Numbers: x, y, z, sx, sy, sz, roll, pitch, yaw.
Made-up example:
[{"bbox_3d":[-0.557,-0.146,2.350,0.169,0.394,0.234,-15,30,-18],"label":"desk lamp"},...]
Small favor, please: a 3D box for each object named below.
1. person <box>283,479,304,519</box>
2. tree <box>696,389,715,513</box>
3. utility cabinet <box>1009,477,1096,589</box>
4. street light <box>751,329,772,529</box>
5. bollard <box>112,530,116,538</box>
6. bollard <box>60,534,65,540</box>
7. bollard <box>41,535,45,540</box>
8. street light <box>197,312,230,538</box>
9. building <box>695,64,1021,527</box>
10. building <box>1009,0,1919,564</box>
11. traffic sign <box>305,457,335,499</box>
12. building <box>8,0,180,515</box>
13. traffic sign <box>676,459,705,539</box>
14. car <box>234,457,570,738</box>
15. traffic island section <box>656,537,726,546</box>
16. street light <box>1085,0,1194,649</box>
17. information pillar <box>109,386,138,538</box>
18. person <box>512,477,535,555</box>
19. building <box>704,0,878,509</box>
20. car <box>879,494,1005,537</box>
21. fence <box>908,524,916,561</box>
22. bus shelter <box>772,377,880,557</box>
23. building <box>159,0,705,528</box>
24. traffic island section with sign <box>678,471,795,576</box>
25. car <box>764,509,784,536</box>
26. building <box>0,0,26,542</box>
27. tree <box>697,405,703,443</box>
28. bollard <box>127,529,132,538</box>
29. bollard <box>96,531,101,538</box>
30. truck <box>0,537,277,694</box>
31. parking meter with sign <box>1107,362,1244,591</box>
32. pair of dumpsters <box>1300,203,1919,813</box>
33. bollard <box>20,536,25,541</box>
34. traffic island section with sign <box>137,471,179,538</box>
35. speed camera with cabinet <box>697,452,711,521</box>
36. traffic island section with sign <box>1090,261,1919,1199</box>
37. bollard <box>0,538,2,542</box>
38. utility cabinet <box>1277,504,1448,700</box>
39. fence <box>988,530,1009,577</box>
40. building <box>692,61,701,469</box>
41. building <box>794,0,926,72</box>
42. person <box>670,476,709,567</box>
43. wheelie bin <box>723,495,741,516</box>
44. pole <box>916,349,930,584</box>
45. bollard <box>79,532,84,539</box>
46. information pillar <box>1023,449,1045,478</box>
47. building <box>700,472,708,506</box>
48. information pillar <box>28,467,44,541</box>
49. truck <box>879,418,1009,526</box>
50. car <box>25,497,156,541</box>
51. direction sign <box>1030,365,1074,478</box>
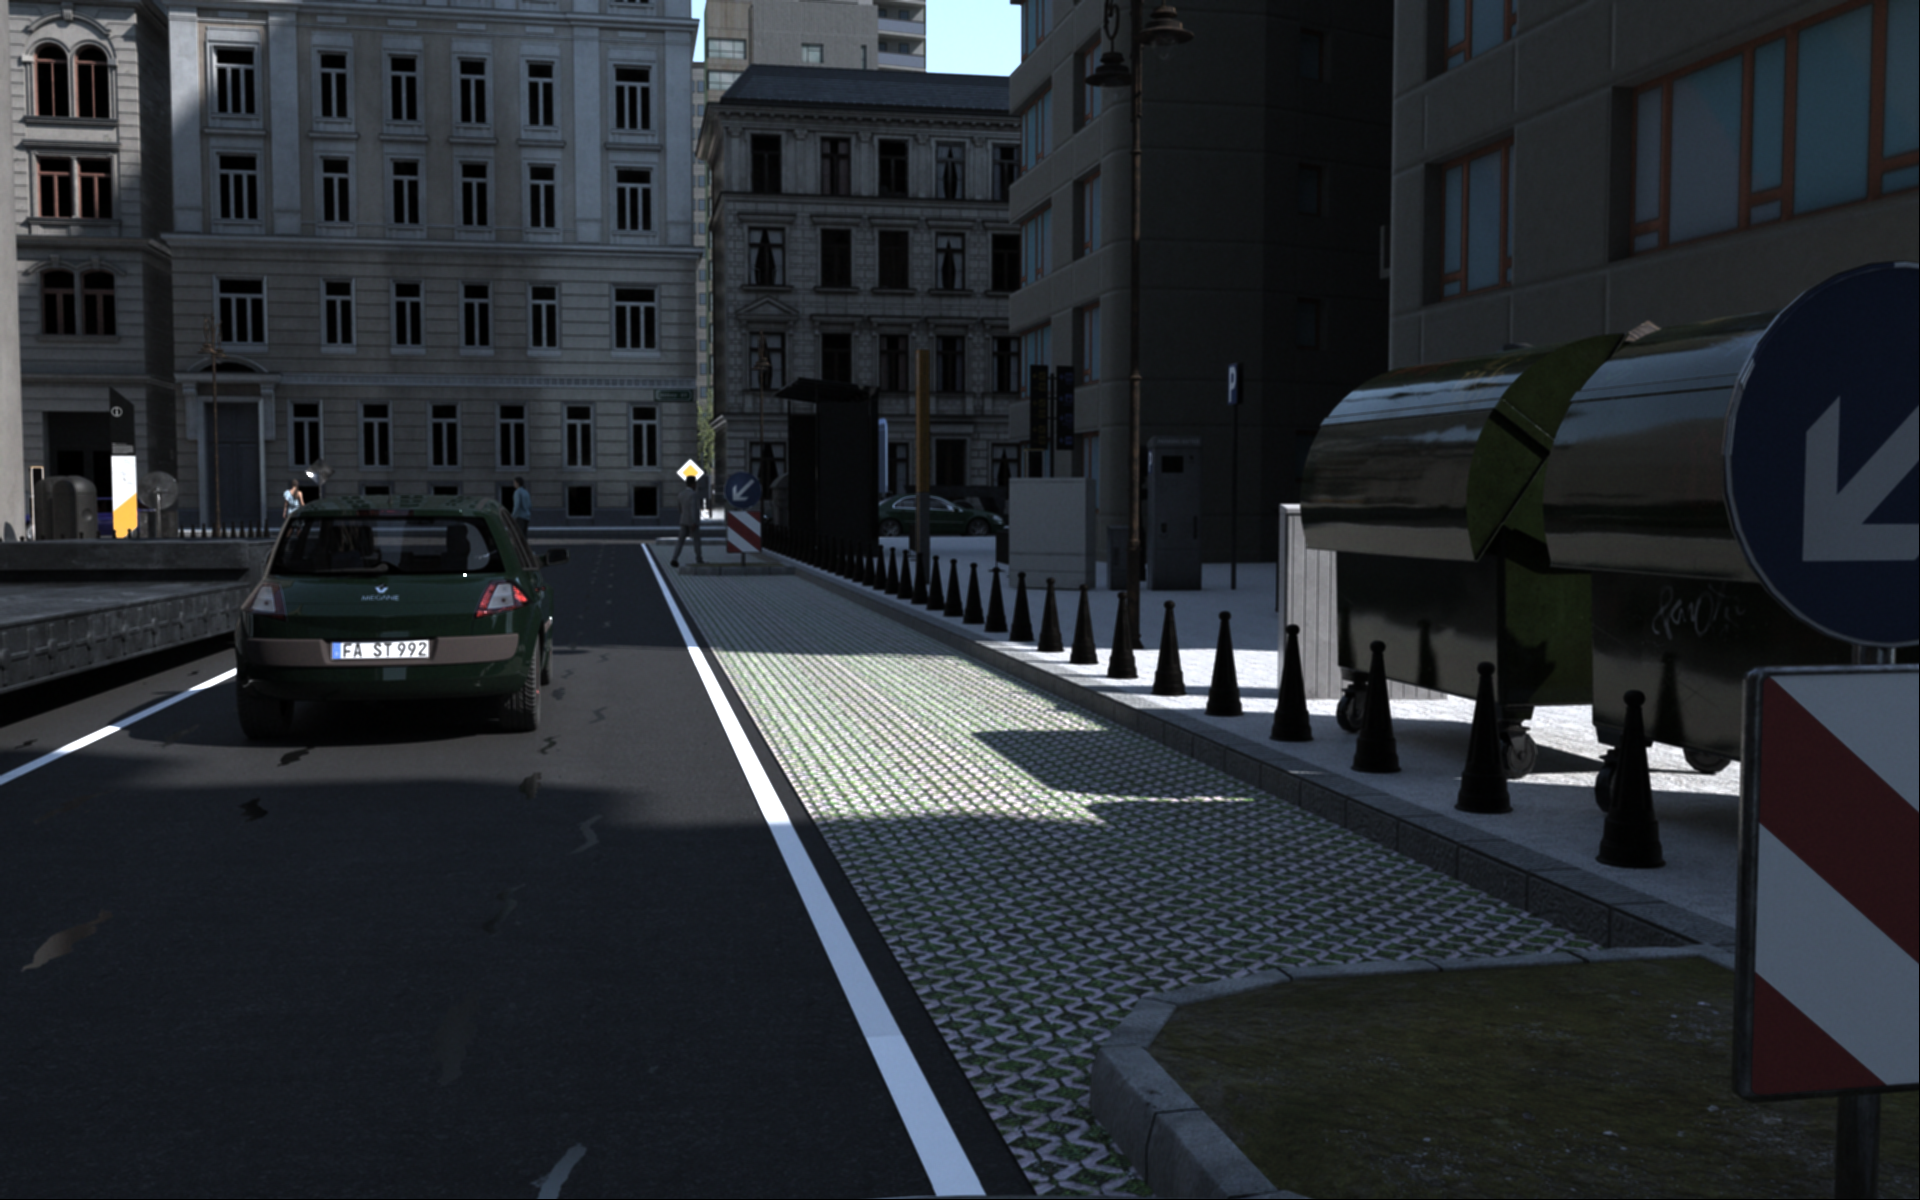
[{"bbox_3d":[-17.234,-2.221,44.907,0.616,1.811,0.778,1,4,9],"label":"person"},{"bbox_3d":[-17.398,-10.223,117.516,4.737,8.622,4.395,0,3,0],"label":"tree"},{"bbox_3d":[1.246,-0.897,23.345,1.173,1.500,0.318,2,4,31],"label":"utility cabinet"},{"bbox_3d":[-5.559,-4.633,48.539,0.468,5.910,1.993,-1,4,-11],"label":"street light"},{"bbox_3d":[-16.080,-1.033,32.939,0.229,0.601,0.229,0,3,0],"label":"bollard"},{"bbox_3d":[-15.472,-0.846,29.879,0.229,0.601,0.229,0,3,0],"label":"bollard"},{"bbox_3d":[-15.271,-0.784,28.858,0.229,0.601,0.229,0,3,0],"label":"bollard"},{"bbox_3d":[-18.982,-4.366,44.164,0.468,5.910,1.993,-1,4,-11],"label":"street light"},{"bbox_3d":[-1.266,-12.798,73.881,19.286,19.102,10.561,-1,4,-11],"label":"building"},{"bbox_3d":[17.497,-11.214,28.391,27.650,21.520,28.899,-1,4,-11],"label":"building"},{"bbox_3d":[-17.461,-2.670,47.298,0.795,2.450,0.064,-1,4,-11],"label":"traffic sign"},{"bbox_3d":[-42.558,-17.181,68.304,23.554,28.519,14.401,-1,4,-11],"label":"building"},{"bbox_3d":[-7.651,-2.787,49.206,0.795,2.450,0.064,-1,4,-11],"label":"traffic sign"},{"bbox_3d":[-3.666,-0.116,11.685,2.009,1.686,4.222,-1,4,-12],"label":"car"},{"bbox_3d":[-7.630,-1.652,49.287,2.009,0.180,2.903,-1,4,-11],"label":"traffic island section"},{"bbox_3d":[1.436,-2.533,14.208,0.468,5.910,1.993,-1,4,-11],"label":"street light"},{"bbox_3d":[-18.136,-2.824,37.530,0.504,3.616,0.183,-1,4,-17],"label":"information pillar"},{"bbox_3d":[-9.753,-1.846,38.703,0.620,1.820,0.660,1,4,10],"label":"person"},{"bbox_3d":[-14.679,-28.388,147.742,14.154,41.232,14.086,-1,4,-11],"label":"building"},{"bbox_3d":[-0.995,-2.646,55.062,4.920,1.459,2.131,-1,4,-11],"label":"car"},{"bbox_3d":[-0.930,-1.160,34.334,0.278,0.683,2.069,0,4,-6],"label":"fence"},{"bbox_3d":[-2.984,-2.858,38.018,1.731,3.624,6.357,-1,4,-11],"label":"bus shelter"},{"bbox_3d":[-21.029,-17.497,71.979,20.117,28.700,13.634,-1,4,-11],"label":"building"},{"bbox_3d":[-4.054,-1.377,31.134,1.989,1.847,2.006,-1,4,-11],"label":"traffic island section with sign"},{"bbox_3d":[-4.869,-2.877,56.829,4.222,1.686,2.009,-1,4,-11],"label":"car"},{"bbox_3d":[-37.718,-13.729,28.981,34.151,26.468,19.350,-1,4,-11],"label":"building"},{"bbox_3d":[-35.933,-18.328,207.092,7.806,13.903,7.818,0,3,0],"label":"tree"},{"bbox_3d":[-16.277,-1.096,33.955,0.229,0.601,0.229,0,3,0],"label":"bollard"},{"bbox_3d":[-15.873,-0.972,31.926,0.229,0.601,0.229,0,3,0],"label":"bollard"},{"bbox_3d":[-6.794,-1.257,10.310,2.967,4.110,18.799,-1,4,-10],"label":"truck"},{"bbox_3d":[2.856,-1.645,23.152,1.738,3.016,0.543,0,4,-4],"label":"parking meter with sign"},{"bbox_3d":[3.028,-0.300,7.402,1.574,2.255,4.437,-1,4,-11],"label":"pair of dumpsters"},{"bbox_3d":[-15.073,-0.722,27.850,0.229,0.601,0.229,0,3,0],"label":"bollard"},{"bbox_3d":[-13.562,-1.254,29.138,1.989,1.847,2.006,-1,4,-11],"label":"traffic island section with sign"},{"bbox_3d":[-11.477,-5.357,81.929,2.038,3.252,0.660,0,4,1],"label":"speed camera with cabinet"},{"bbox_3d":[1.358,0.300,3.723,1.989,1.847,2.006,-1,4,-11],"label":"traffic island section with sign"},{"bbox_3d":[-14.876,-0.661,26.842,0.229,0.601,0.229,0,3,0],"label":"bollard"},{"bbox_3d":[2.536,0.016,10.898,1.020,1.237,0.306,0,4,2],"label":"utility cabinet"},{"bbox_3d":[0.735,-0.756,27.739,0.278,0.683,2.069,0,4,-8],"label":"fence"},{"bbox_3d":[-33.900,-42.339,234.241,28.212,58.520,21.231,-1,4,-11],"label":"building"},{"bbox_3d":[-13.983,-38.387,169.629,21.231,58.520,28.212,-1,4,-11],"label":"building"},{"bbox_3d":[-5.301,-1.531,33.813,0.678,1.792,0.850,3,5,40],"label":"person"},{"bbox_3d":[-8.466,-3.489,64.946,0.693,1.594,0.980,2,4,34],"label":"wheelie bin"},{"bbox_3d":[-0.529,-1.879,24.558,0.158,3.312,0.155,0,3,0],"label":"pole"},{"bbox_3d":[-15.673,-0.909,30.909,0.229,0.601,0.229,0,3,0],"label":"bollard"},{"bbox_3d":[1.205,-1.454,28.258,0.304,2.012,0.304,0,4,-7],"label":"information pillar"},{"bbox_3d":[-18.938,-46.168,193.102,20.563,71.187,20.611,-1,4,-11],"label":"building"},{"bbox_3d":[-24.810,-2.572,46.549,0.304,2.012,0.304,-3,5,-41],"label":"information pillar"},{"bbox_3d":[2.817,-4.498,63.302,18.799,4.110,2.967,-1,4,-12],"label":"truck"},{"bbox_3d":[-26.244,-2.414,52.056,3.894,1.354,1.945,-1,4,-11],"label":"car"},{"bbox_3d":[1.624,-2.361,30.593,0.876,3.537,0.379,-2,4,-26],"label":"direction sign"}]
